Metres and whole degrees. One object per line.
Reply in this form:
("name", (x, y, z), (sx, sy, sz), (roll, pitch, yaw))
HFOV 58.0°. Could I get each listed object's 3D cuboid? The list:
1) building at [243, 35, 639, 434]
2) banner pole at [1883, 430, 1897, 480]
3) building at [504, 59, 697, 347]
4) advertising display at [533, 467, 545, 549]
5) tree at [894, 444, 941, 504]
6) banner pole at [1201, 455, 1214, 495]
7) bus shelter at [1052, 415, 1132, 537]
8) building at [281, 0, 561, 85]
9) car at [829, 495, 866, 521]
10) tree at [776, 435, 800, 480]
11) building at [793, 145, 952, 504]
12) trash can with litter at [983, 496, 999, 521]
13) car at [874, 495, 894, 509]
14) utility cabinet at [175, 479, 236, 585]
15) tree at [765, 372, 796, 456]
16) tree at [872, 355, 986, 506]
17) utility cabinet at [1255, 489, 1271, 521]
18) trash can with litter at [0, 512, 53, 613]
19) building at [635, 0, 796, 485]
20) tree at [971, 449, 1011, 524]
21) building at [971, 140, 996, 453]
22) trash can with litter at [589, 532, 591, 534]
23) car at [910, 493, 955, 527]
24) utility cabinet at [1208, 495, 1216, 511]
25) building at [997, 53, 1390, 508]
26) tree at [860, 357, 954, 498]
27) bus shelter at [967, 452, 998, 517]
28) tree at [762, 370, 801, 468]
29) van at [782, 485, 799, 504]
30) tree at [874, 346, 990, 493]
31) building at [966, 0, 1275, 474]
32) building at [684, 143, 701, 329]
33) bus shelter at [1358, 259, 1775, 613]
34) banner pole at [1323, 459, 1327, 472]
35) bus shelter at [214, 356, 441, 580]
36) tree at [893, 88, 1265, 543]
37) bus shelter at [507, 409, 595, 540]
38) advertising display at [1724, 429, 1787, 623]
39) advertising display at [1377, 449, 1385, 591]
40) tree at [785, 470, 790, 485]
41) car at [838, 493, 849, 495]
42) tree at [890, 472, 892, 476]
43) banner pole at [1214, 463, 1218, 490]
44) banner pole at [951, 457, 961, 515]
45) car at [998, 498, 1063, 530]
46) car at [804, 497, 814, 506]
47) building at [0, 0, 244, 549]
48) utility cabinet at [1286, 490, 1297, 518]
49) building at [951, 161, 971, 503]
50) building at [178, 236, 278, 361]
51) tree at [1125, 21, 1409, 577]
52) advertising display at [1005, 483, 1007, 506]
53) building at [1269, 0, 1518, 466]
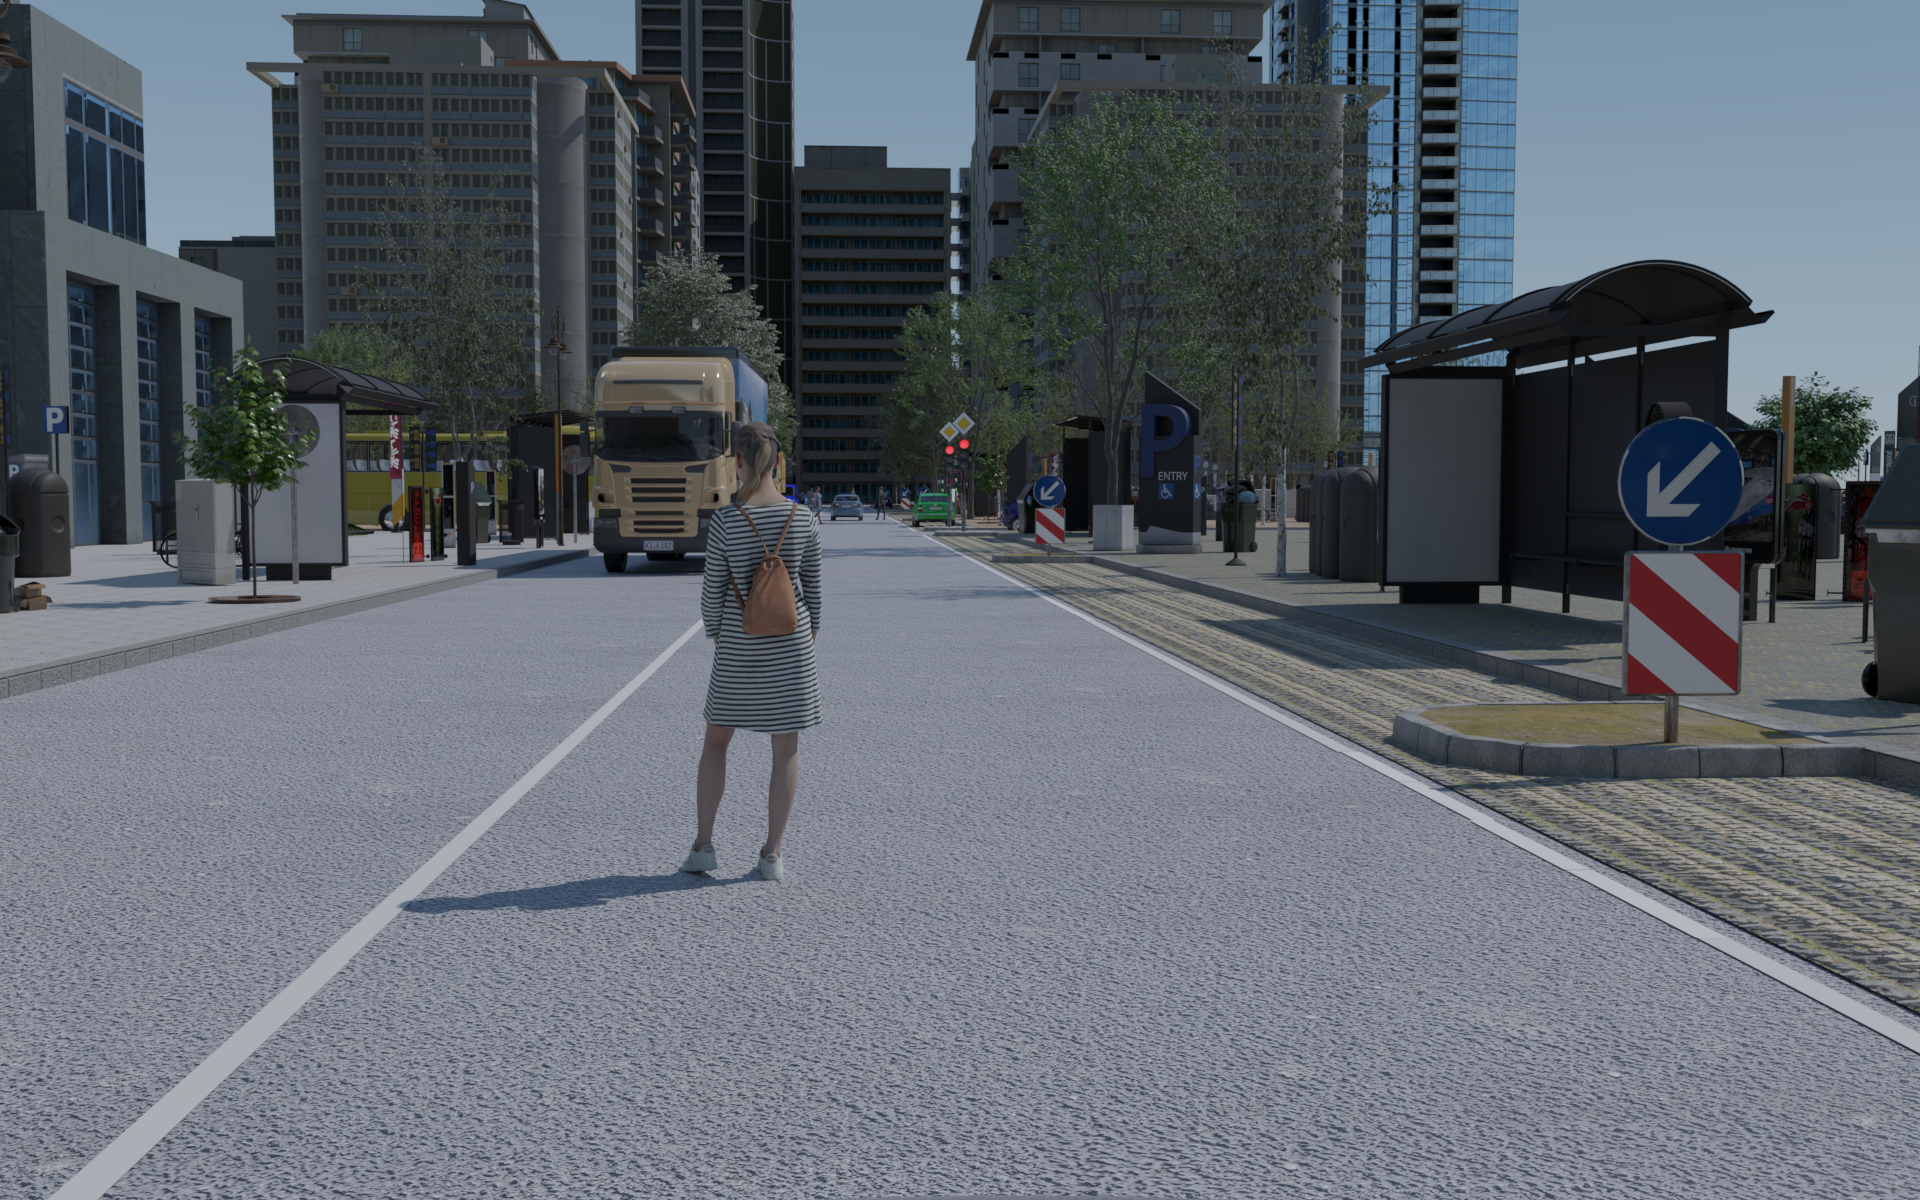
("building", (-41.734, -28.102, 151.354), (32.217, 40.220, 23.993), (0, 4, -4))
("banner pole", (32.301, -4.280, 59.993), (0.401, 3.779, 0.863), (-1, 4, -19))
("building", (-38.707, -32.002, 177.860), (22.147, 44.769, 28.867), (0, 4, -4))
("advertising display", (-9.967, -2.191, 41.044), (0.123, 1.923, 0.974), (0, 4, -6))
("tree", (-2.861, -11.783, 143.012), (4.737, 8.622, 4.395), (0, 3, 0))
("banner pole", (15.707, -7.439, 111.641), (0.863, 3.779, 0.401), (-2, 4, -29))
("bus shelter", (4.115, -3.862, 54.423), (1.731, 3.624, 6.357), (0, 4, -4))
("building", (-58.321, -36.884, 192.288), (27.495, 52.752, 28.713), (0, 4, -4))
("car", (-6.124, -5.009, 93.894), (2.014, 1.417, 4.499), (0, 4, -3))
("tree", (-20.837, -15.372, 201.686), (4.360, 8.622, 3.978), (0, 3, 0))
("building", (-12.422, -37.931, 243.877), (21.600, 48.544, 21.300), (0, 4, -4))
("trash can with litter", (1.996, -4.498, 84.599), (2.233, 1.210, 1.678), (0, 4, -6))
("car", (-7.242, -9.297, 164.589), (1.945, 1.354, 3.894), (0, 4, -2))
("utility cabinet", (-10.697, -0.969, 24.518), (1.173, 1.500, 0.318), (3, 5, 42))
("tree", (-17.445, -13.222, 141.935), (9.928, 11.665, 9.643), (0, 3, 0))
("tree", (-1.717, -10.834, 111.553), (7.601, 10.594, 8.767), (1, 4, 19))
("utility cabinet", (14.301, -4.485, 82.007), (1.173, 1.500, 0.318), (2, 4, 29))
("trash can with litter", (-10.454, -0.457, 18.857), (0.624, 1.170, 1.055), (0, 4, 7))
("building", (-33.374, -49.050, 240.218), (20.611, 71.187, 20.563), (0, 4, -4))
("tree", (1.377, -4.922, 75.082), (1.663, 3.219, 1.824), (0, 3, 0))
("building", (8.203, -31.771, 203.054), (14.154, 41.232, 14.086), (0, 4, -4))
("trash can with litter", (-11.837, -2.758, 56.144), (1.678, 1.210, 2.233), (1, 4, 21))
("car", (-1.193, -4.121, 76.177), (1.959, 1.807, 4.718), (0, 4, -4))
("utility cabinet", (14.141, -5.384, 99.188), (1.020, 1.237, 0.306), (1, 4, 15))
("building", (19.592, -28.458, 157.176), (32.217, 40.220, 23.993), (0, 4, -4))
("tree", (-3.898, -14.974, 155.199), (12.009, 13.543, 11.850), (0, 3, 0))
("bus shelter", (1.095, -6.568, 98.669), (1.731, 3.624, 6.357), (0, 4, -4))
("tree", (-18.227, -14.571, 156.368), (7.486, 12.596, 7.792), (0, 3, 0))
("van", (-11.337, -6.483, 110.386), (2.240, 2.365, 5.245), (0, 4, -3))
("tree", (-2.111, -13.233, 133.374), (9.611, 12.733, 9.660), (0, 3, 0))
("building", (15.923, -36.281, 182.424), (28.713, 52.752, 27.495), (0, 4, -4))
("building", (-37.401, -31.661, 201.259), (14.086, 41.232, 14.154), (0, 4, -4))
("bus shelter", (5.858, -1.456, 17.733), (2.014, 3.302, 5.546), (0, 4, -4))
("banner pole", (23.396, -7.335, 109.947), (0.863, 3.779, 0.401), (-2, 4, -25))
("bus shelter", (-10.088, -2.096, 28.187), (2.014, 3.302, 5.546), (0, 4, -4))
("tree", (4.011, -7.286, 44.881), (9.928, 11.665, 9.643), (0, 3, 0))
("bus shelter", (-11.923, -3.662, 51.153), (1.731, 3.624, 6.357), (0, 4, -4))
("advertising display", (7.947, -0.758, 17.602), (0.123, 1.923, 0.974), (-1, 4, -21))
("advertising display", (5.995, -1.078, 22.835), (0.974, 1.923, 0.123), (0, 4, -4))
("tree", (-20.059, -12.483, 187.816), (4.285, 4.588, 4.351), (0, 3, 0))
("car", (-13.030, -11.253, 193.581), (1.945, 1.707, 3.694), (0, 4, -3))
("tree", (-7.817, -16.345, 217.610), (4.737, 8.622, 4.395), (0, 3, 0))
("banner pole", (17.853, -8.080, 122.126), (0.863, 3.779, 0.401), (-1, 4, -22))
("banner pole", (-0.169, -6.977, 104.096), (0.863, 3.779, 0.401), (1, 4, 19))
("car", (3.355, -3.045, 62.373), (3.894, 1.354, 1.945), (0, 4, -3))
("car", (-17.913, -12.188, 208.870), (1.945, 1.707, 3.694), (0, 4, -4))
("building", (-36.356, -44.357, 37.909), (31.000, 86.520, 22.319), (0, 4, -4))
("utility cabinet", (17.652, -5.090, 91.894), (1.173, 1.500, 0.318), (1, 4, 12))
("building", (13.505, -38.350, 246.630), (30.456, 49.044, 23.786), (0, 4, -4))
("building", (-79.539, -26.099, 198.424), (14.107, 30.474, 14.160), (0, 4, -4))
("tree", (4.749, -4.666, 26.654), (4.360, 8.622, 3.978), (0, 3, 0))
("advertising display", (2.540, -4.700, 82.061), (0.974, 1.923, 0.123), (3, 4, 37))
("building", (50.444, -54.370, 201.613), (31.000, 86.520, 22.319), (0, 4, -4))
